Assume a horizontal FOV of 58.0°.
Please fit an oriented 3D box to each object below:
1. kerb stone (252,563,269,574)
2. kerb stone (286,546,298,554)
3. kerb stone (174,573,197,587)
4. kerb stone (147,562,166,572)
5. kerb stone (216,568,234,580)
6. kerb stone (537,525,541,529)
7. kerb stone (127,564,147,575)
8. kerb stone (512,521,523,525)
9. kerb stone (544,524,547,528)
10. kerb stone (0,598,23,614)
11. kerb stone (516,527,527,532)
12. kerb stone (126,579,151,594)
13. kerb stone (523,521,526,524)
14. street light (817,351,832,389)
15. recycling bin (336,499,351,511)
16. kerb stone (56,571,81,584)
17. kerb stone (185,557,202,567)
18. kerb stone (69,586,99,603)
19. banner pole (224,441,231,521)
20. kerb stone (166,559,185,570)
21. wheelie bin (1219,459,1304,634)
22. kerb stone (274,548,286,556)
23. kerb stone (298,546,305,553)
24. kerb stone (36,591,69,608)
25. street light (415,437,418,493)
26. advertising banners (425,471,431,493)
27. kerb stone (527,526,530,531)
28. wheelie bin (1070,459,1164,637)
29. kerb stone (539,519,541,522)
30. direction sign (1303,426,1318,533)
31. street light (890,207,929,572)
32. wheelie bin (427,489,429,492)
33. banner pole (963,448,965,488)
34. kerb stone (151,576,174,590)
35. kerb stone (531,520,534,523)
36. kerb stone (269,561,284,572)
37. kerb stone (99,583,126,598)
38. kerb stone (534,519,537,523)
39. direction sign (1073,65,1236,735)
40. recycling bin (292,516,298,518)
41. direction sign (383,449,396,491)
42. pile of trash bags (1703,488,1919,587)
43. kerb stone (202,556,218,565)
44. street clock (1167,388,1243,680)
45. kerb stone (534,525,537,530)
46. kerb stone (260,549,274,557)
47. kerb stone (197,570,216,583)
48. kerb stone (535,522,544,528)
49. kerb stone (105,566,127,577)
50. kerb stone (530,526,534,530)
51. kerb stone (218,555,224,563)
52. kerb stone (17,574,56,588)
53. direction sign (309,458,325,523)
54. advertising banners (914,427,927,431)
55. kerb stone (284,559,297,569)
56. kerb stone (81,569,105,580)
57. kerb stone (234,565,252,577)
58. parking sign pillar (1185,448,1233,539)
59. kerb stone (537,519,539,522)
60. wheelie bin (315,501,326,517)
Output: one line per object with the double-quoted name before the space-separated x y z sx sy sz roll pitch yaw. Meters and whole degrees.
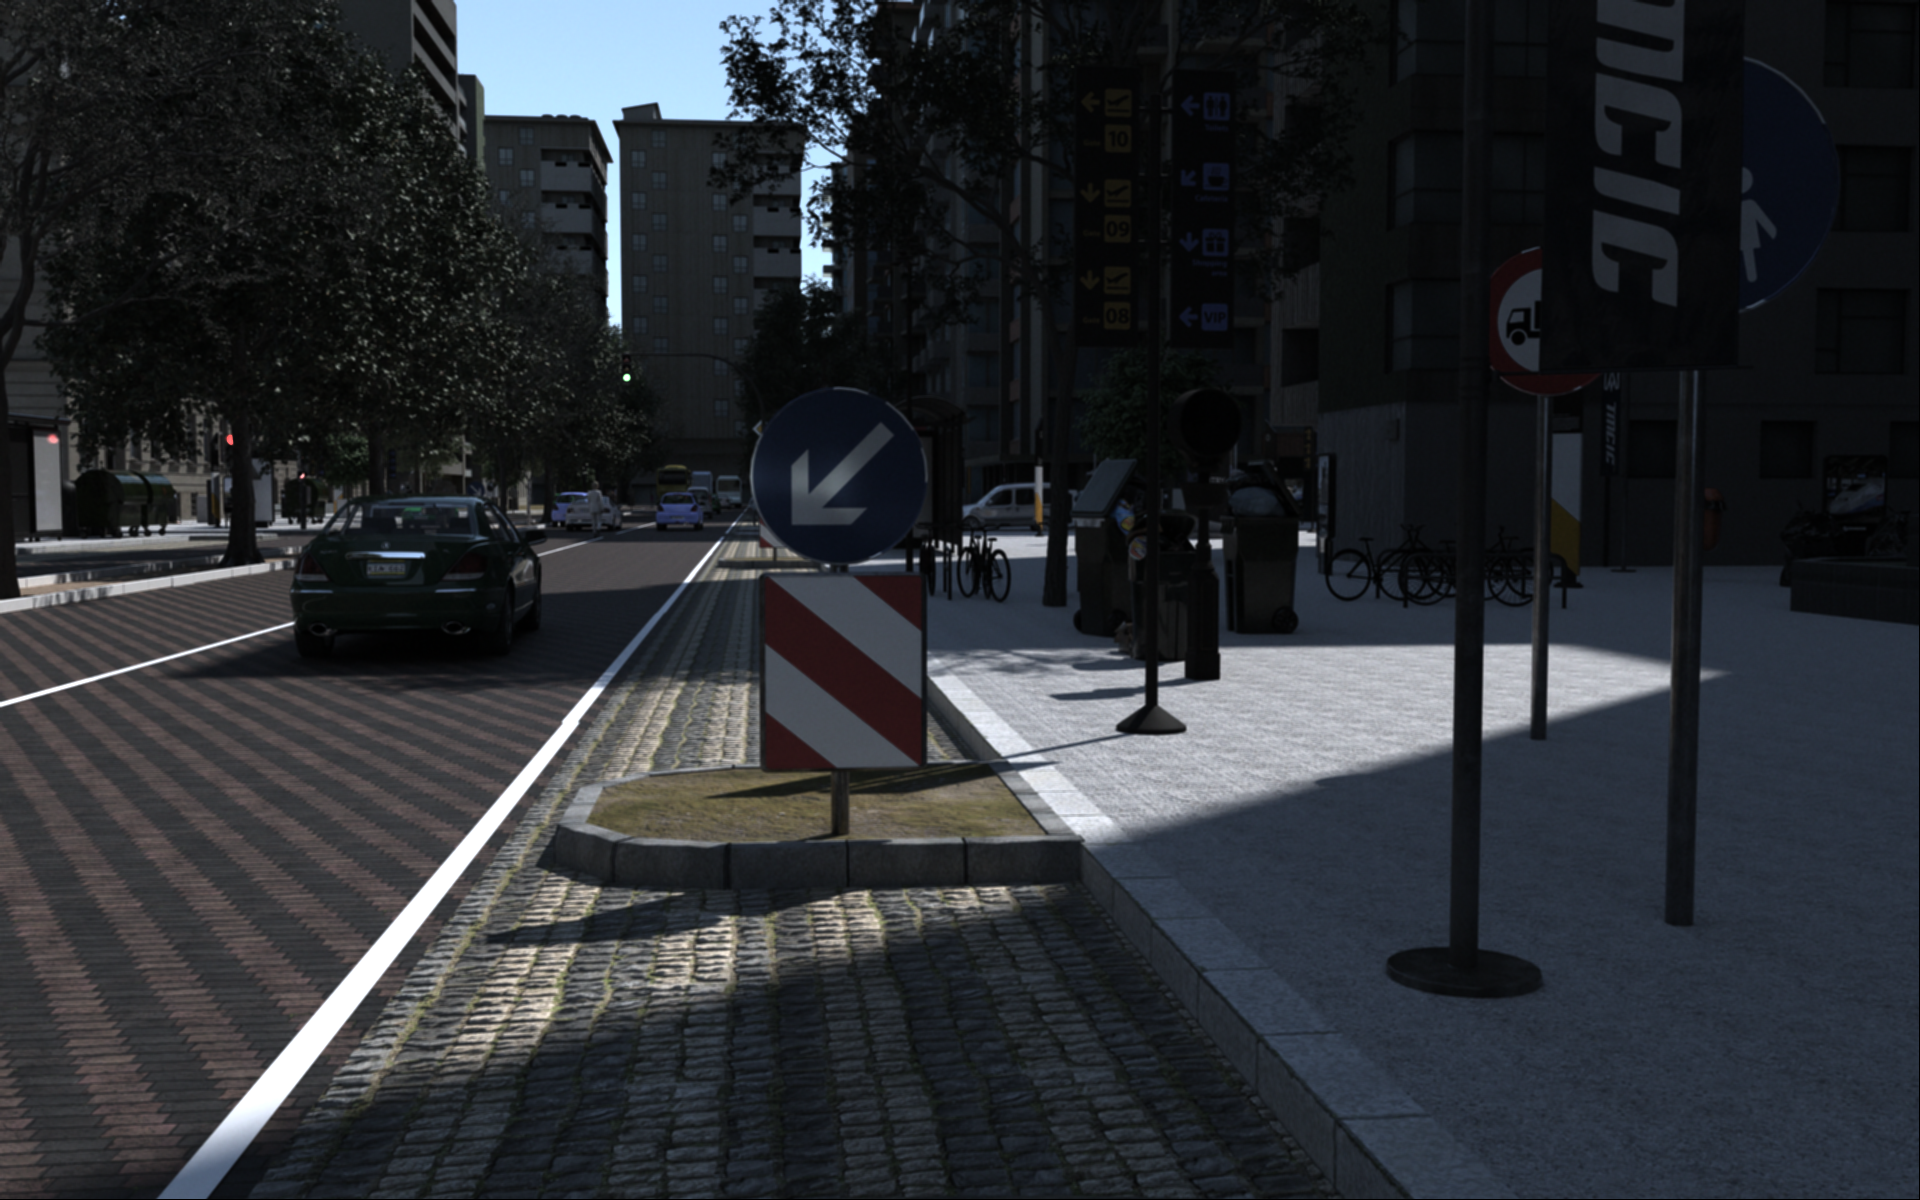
"kerb stone" -12.744 -0.557 31.310 0.120 0.150 1.000 0 4 -7
"kerb stone" -16.005 -1.161 41.172 0.120 0.150 1.000 0 4 -7
"kerb stone" -12.268 -0.308 27.226 0.120 0.150 1.000 0 4 -7
"kerb stone" -14.945 -0.594 31.992 0.120 0.150 1.000 0 4 -7
"kerb stone" -12.516 -0.432 29.262 0.120 0.150 1.000 0 4 -7
"kerb stone" -17.296 -2.950 70.500 0.120 0.150 1.000 0 4 -7
"kerb stone" -14.820 -0.535 30.977 0.120 0.150 1.000 0 4 -7
"kerb stone" -20.570 -3.562 80.472 0.120 0.150 1.000 0 4 -7
"kerb stone" -17.532 -3.079 72.542 0.120 0.150 1.000 0 4 -7
"kerb stone" -11.567 0.072 21.110 0.120 0.150 1.000 0 4 -7
"kerb stone" -16.828 -2.705 66.430 0.120 0.150 1.000 0 4 -7
"kerb stone" -12.036 -0.183 25.187 0.120 0.150 1.000 0 4 -7
"kerb stone" -20.687 -3.627 81.492 0.120 0.150 1.000 0 4 -7
"street light" -4.397 -5.100 56.174 0.468 5.910 1.993 0 4 -7
"recycling bin" -32.172 -4.777 90.652 0.722 1.027 0.722 0 4 -2
"kerb stone" -14.476 -0.350 27.922 0.120 0.150 1.000 0 4 -7
"kerb stone" -15.175 -0.724 34.036 0.120 0.150 1.000 0 4 -7
"kerb stone" -11.798 -0.058 23.148 0.120 0.150 1.000 0 4 -7
"banner pole" -34.773 -5.656 82.489 0.401 3.779 0.863 0 4 7
"kerb stone" -15.056 -0.656 33.013 0.120 0.150 1.000 0 4 -7
"wheelie bin" 2.777 -0.499 16.068 0.693 1.594 0.980 0 4 -5
"kerb stone" -15.890 -1.095 40.149 0.120 0.150 1.000 0 4 -7
"kerb stone" -16.132 -1.223 42.196 0.120 0.150 1.000 0 4 -7
"kerb stone" -11.681 0.009 22.133 0.120 0.150 1.000 0 4 -7
"street light" -29.333 -7.379 93.435 0.468 5.910 1.993 0 4 -7
"advertising banners" -33.755 -6.955 109.898 0.090 3.025 2.074 -2 4 -26
"kerb stone" -16.953 -2.768 67.445 0.120 0.150 1.000 0 4 -7
"wheelie bin" 1.435 -0.483 15.812 0.693 1.594 0.980 -2 4 -26
"kerb stone" -21.399 -3.998 87.584 0.120 0.150 1.000 0 4 -7
"direction sign" 11.716 -4.005 57.473 0.379 3.537 0.876 -2 4 -33
"street light" -0.763 -3.257 26.037 0.468 5.910 1.993 0 4 -7
"wheelie bin" -34.838 -6.515 114.424 0.980 1.594 0.693 -1 4 -8
"banner pole" -0.048 -5.649 82.372 0.401 3.779 0.863 3 5 40
"kerb stone" -12.163 -0.244 26.210 0.120 0.150 1.000 0 4 -7
"kerb stone" -21.056 -3.813 84.537 0.120 0.150 1.000 0 4 -7
"kerb stone" -12.867 -0.620 32.324 0.120 0.150 1.000 0 4 -7
"kerb stone" -11.918 -0.120 24.163 0.120 0.150 1.000 0 4 -7
"kerb stone" -21.164 -3.870 85.554 0.120 0.150 1.000 0 4 -7
"direction sign" 1.040 -1.059 9.305 0.876 3.537 0.379 -1 4 -9
"recycling bin" -36.173 -4.990 94.147 0.722 1.027 0.722 3 4 36
"direction sign" -28.950 -5.842 87.513 0.876 3.537 0.379 -1 4 -22
"pile of trash bags" 11.924 -0.900 24.465 3.447 1.369 1.912 3 5 42
"kerb stone" -15.294 -0.786 35.051 0.120 0.150 1.000 0 4 -7
"street clock" 1.683 -0.453 11.971 0.471 2.002 0.358 -1 4 -16
"kerb stone" -17.188 -2.892 69.483 0.120 0.150 1.000 0 4 -7
"kerb stone" -15.771 -1.036 39.134 0.120 0.150 1.000 0 4 -7
"kerb stone" -12.393 -0.370 28.246 0.120 0.150 1.000 0 4 -7
"kerb stone" -17.423 -3.015 71.521 0.120 0.150 1.000 0 4 -7
"kerb stone" -14.705 -0.472 29.954 0.120 0.150 1.000 0 4 -7
"kerb stone" -17.068 -2.830 68.465 0.120 0.150 1.000 0 4 -7
"kerb stone" -15.418 -0.845 36.077 0.120 0.150 1.000 0 4 -7
"kerb stone" -14.350 -0.284 26.908 0.120 0.150 1.000 0 4 -7
"direction sign" -28.317 -5.155 76.289 0.876 3.537 0.379 2 4 25
"advertising banners" -1.820 -2.873 43.153 2.074 3.025 0.090 -1 4 -14
"kerb stone" -12.985 -0.682 33.340 0.120 0.150 1.000 0 4 -7
"kerb stone" -14.587 -0.412 28.938 0.120 0.150 1.000 0 4 -7
"kerb stone" -12.631 -0.495 30.286 0.120 0.150 1.000 0 4 -7
"parking sign pillar" 7.199 -3.767 50.070 1.447 3.967 1.447 1 4 21
"kerb stone" -21.281 -3.934 86.569 0.120 0.150 1.000 0 4 -7
"wheelie bin" -35.832 -5.438 96.827 0.980 1.594 0.693 -3 5 -42
